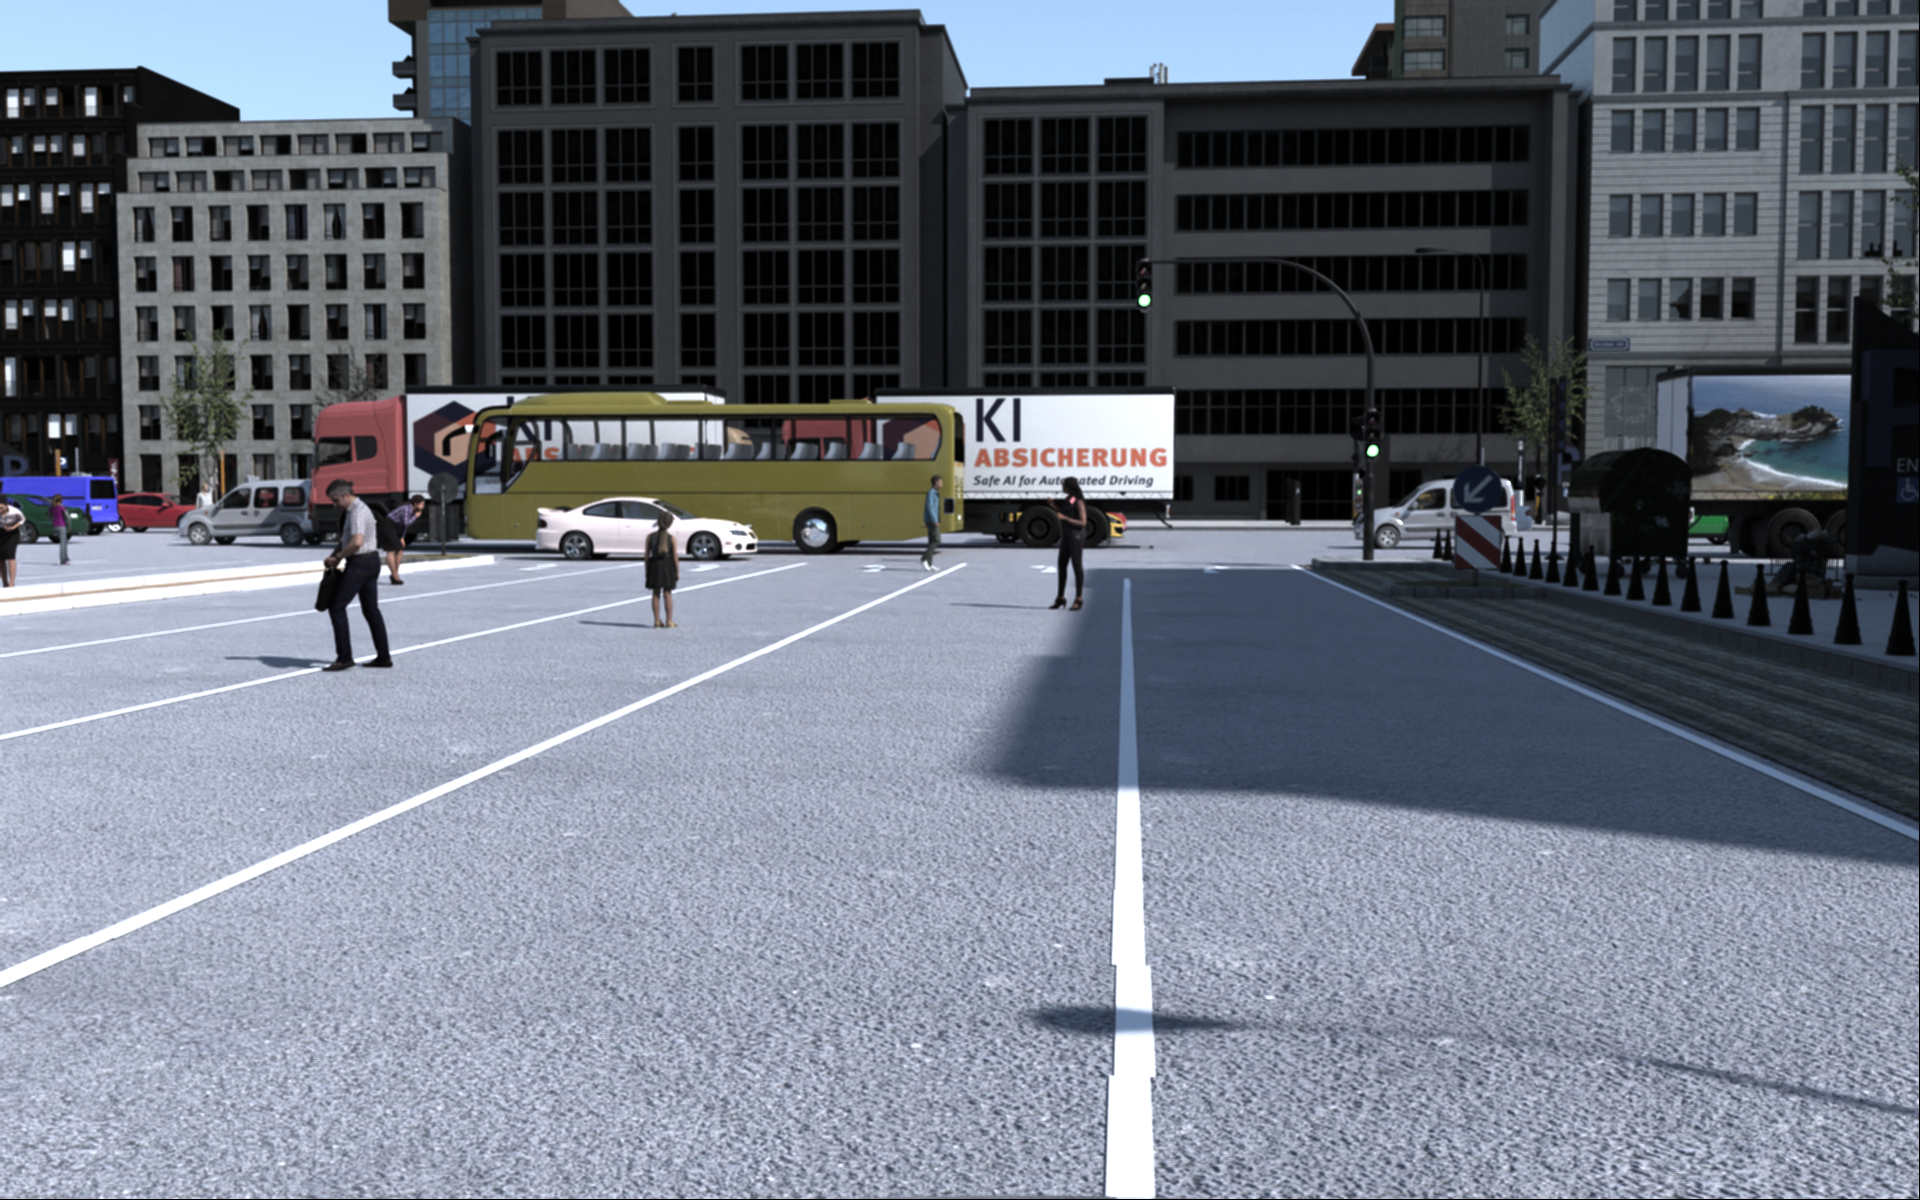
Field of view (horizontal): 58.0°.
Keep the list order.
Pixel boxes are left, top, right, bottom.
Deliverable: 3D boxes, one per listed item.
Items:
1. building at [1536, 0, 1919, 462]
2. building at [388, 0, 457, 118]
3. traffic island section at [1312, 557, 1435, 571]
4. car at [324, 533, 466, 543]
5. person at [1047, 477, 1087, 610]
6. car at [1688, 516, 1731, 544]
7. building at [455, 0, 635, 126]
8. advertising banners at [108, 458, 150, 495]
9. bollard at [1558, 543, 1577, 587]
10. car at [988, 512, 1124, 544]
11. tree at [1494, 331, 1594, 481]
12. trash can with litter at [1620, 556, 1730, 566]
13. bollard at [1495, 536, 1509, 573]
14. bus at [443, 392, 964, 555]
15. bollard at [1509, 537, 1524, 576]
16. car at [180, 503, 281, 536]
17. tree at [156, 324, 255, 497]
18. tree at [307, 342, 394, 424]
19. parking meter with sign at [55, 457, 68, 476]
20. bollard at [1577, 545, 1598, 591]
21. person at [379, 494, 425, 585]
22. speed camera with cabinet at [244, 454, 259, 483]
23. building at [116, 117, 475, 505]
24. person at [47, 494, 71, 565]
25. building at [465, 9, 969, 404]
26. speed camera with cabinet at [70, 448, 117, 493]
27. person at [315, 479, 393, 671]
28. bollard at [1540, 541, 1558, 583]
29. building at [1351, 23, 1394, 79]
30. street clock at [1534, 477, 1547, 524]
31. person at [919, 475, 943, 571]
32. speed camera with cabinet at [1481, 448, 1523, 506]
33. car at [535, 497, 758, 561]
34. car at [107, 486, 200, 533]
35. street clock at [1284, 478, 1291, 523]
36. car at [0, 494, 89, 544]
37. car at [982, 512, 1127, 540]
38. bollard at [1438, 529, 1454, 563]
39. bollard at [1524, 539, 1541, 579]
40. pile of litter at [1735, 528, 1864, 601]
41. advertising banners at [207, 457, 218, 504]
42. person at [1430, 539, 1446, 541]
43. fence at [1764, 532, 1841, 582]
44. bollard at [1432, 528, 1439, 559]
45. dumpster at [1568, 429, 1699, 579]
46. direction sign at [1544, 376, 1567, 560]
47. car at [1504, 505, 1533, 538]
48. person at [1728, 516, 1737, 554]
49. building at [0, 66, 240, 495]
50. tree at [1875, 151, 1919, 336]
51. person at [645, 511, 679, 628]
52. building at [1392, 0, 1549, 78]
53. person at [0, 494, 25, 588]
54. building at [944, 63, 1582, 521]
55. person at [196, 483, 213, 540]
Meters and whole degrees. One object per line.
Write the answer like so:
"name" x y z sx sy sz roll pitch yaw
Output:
"building" 44.650 -18.801 84.894 29.804 29.767 11.434 0 4 5
"building" -36.551 -30.092 142.112 14.600 45.320 14.200 0 4 5
"traffic island section" 7.908 -0.687 33.509 2.009 0.180 2.903 0 4 5
"car" -17.118 -2.442 51.720 4.920 1.459 2.131 0 4 7
"person" 1.304 -0.699 21.401 0.593 1.643 0.415 2 4 27
"car" 20.321 -2.457 48.967 4.718 1.807 1.959 0 4 4
"building" -35.336 -30.995 156.879 14.600 45.320 14.200 0 4 5
"advertising banners" -40.266 -5.372 84.020 2.074 3.025 0.090 0 4 1
"bollard" 8.496 -0.492 24.081 0.229 0.601 0.229 0 3 0
"car" 2.797 -2.470 50.615 3.980 1.641 2.015 0 4 7
"tree" 26.217 -7.772 77.430 4.737 8.622 4.395 0 3 0
"trash can with litter" 13.000 -1.255 31.580 2.233 1.210 1.678 0 4 1
"bollard" 8.898 -0.743 28.196 0.229 0.601 0.229 0 3 0
"bus" -6.106 -3.093 42.109 12.252 3.916 2.896 0 4 6
"bollard" 8.795 -0.681 27.174 0.229 0.601 0.229 0 3 0
"car" -24.815 -3.130 60.221 4.494 1.783 2.155 0 4 5
"tree" -32.696 -7.641 75.285 4.737 8.622 4.395 0 3 0
"tree" -28.995 -8.133 83.329 4.360 8.622 3.978 0 3 0
"parking meter with sign" -42.432 -5.261 82.277 0.543 3.016 1.738 -1 4 -14
"bollard" 8.401 -0.429 23.053 0.229 0.601 0.229 0 3 0
"person" -8.807 -0.956 27.358 0.697 1.427 0.421 -1 4 -9
"speed camera with cabinet" -34.609 -5.554 85.145 0.660 3.252 2.038 -3 4 -37
"building" -33.669 -14.514 92.056 16.860 20.320 10.420 0 4 5
"person" -18.175 -1.432 35.144 0.726 1.435 0.776 1 4 8
"building" -12.147 -18.221 91.422 24.014 27.812 14.314 0 4 5
"speed camera with cabinet" -36.888 -4.856 73.733 2.038 3.252 0.660 1 4 21
"person" -4.943 -0.207 14.104 0.590 1.554 0.614 -1 4 -19
"bollard" 8.600 -0.555 25.111 0.229 0.601 0.229 0 3 0
"building" 48.041 -30.942 160.524 22.147 44.769 28.867 0 4 5
"street clock" 24.494 -4.194 73.134 0.471 2.002 0.358 2 4 32
"person" -0.544 -1.430 32.218 0.444 1.785 0.601 0 4 8
"speed camera with cabinet" 22.979 -4.860 73.793 2.038 3.252 0.660 3 4 38
"car" -6.839 -1.562 37.906 4.827 1.381 2.083 0 4 5
"car" -29.721 -3.407 64.738 4.494 1.783 2.155 0 4 5
"street clock" 14.680 -4.464 77.554 0.358 2.002 0.471 0 4 -1
"car" -27.969 -2.360 50.384 4.920 1.459 2.131 0 4 5
"car" 2.909 -2.723 53.566 4.494 1.783 2.155 0 4 7
"bollard" 9.388 -1.056 33.309 0.229 0.601 0.229 0 3 0
"bollard" 8.697 -0.617 26.133 0.229 0.601 0.229 0 3 0
"pile of litter" 10.459 -0.470 21.658 1.176 0.858 1.719 0 4 -2
"advertising banners" -35.360 -5.248 81.999 0.090 3.025 2.074 -1 4 -9
"person" 14.592 -2.656 52.751 0.655 1.722 0.431 1 4 23
"fence" 12.855 -0.674 26.395 0.278 0.683 2.069 0 4 -1
"bollard" 9.481 -1.119 34.332 0.229 0.601 0.229 0 3 0
"dumpster" 10.465 -1.496 26.958 1.502 2.255 1.985 0 4 6
"direction sign" 11.606 -2.551 33.712 0.379 3.537 0.876 0 4 0
"car" 16.748 -2.804 57.841 4.499 1.417 2.014 0 4 7
"person" 18.439 -1.818 41.421 0.628 1.438 0.799 1 4 12
"building" -49.817 -16.216 94.817 15.834 23.373 12.332 0 4 5
"tree" 17.550 -4.775 28.428 4.737 8.622 4.395 0 3 0
"person" -3.196 -0.330 18.561 0.362 1.253 0.373 0 4 6
"building" 41.650 -27.897 139.709 14.154 41.232 14.086 0 4 5
"person" -13.675 -0.799 24.753 0.799 1.438 0.628 3 4 37
"building" 14.746 -16.493 88.735 30.058 24.678 14.314 0 4 5
"person" -23.725 -2.792 54.497 0.694 1.780 0.624 -2 4 -32
